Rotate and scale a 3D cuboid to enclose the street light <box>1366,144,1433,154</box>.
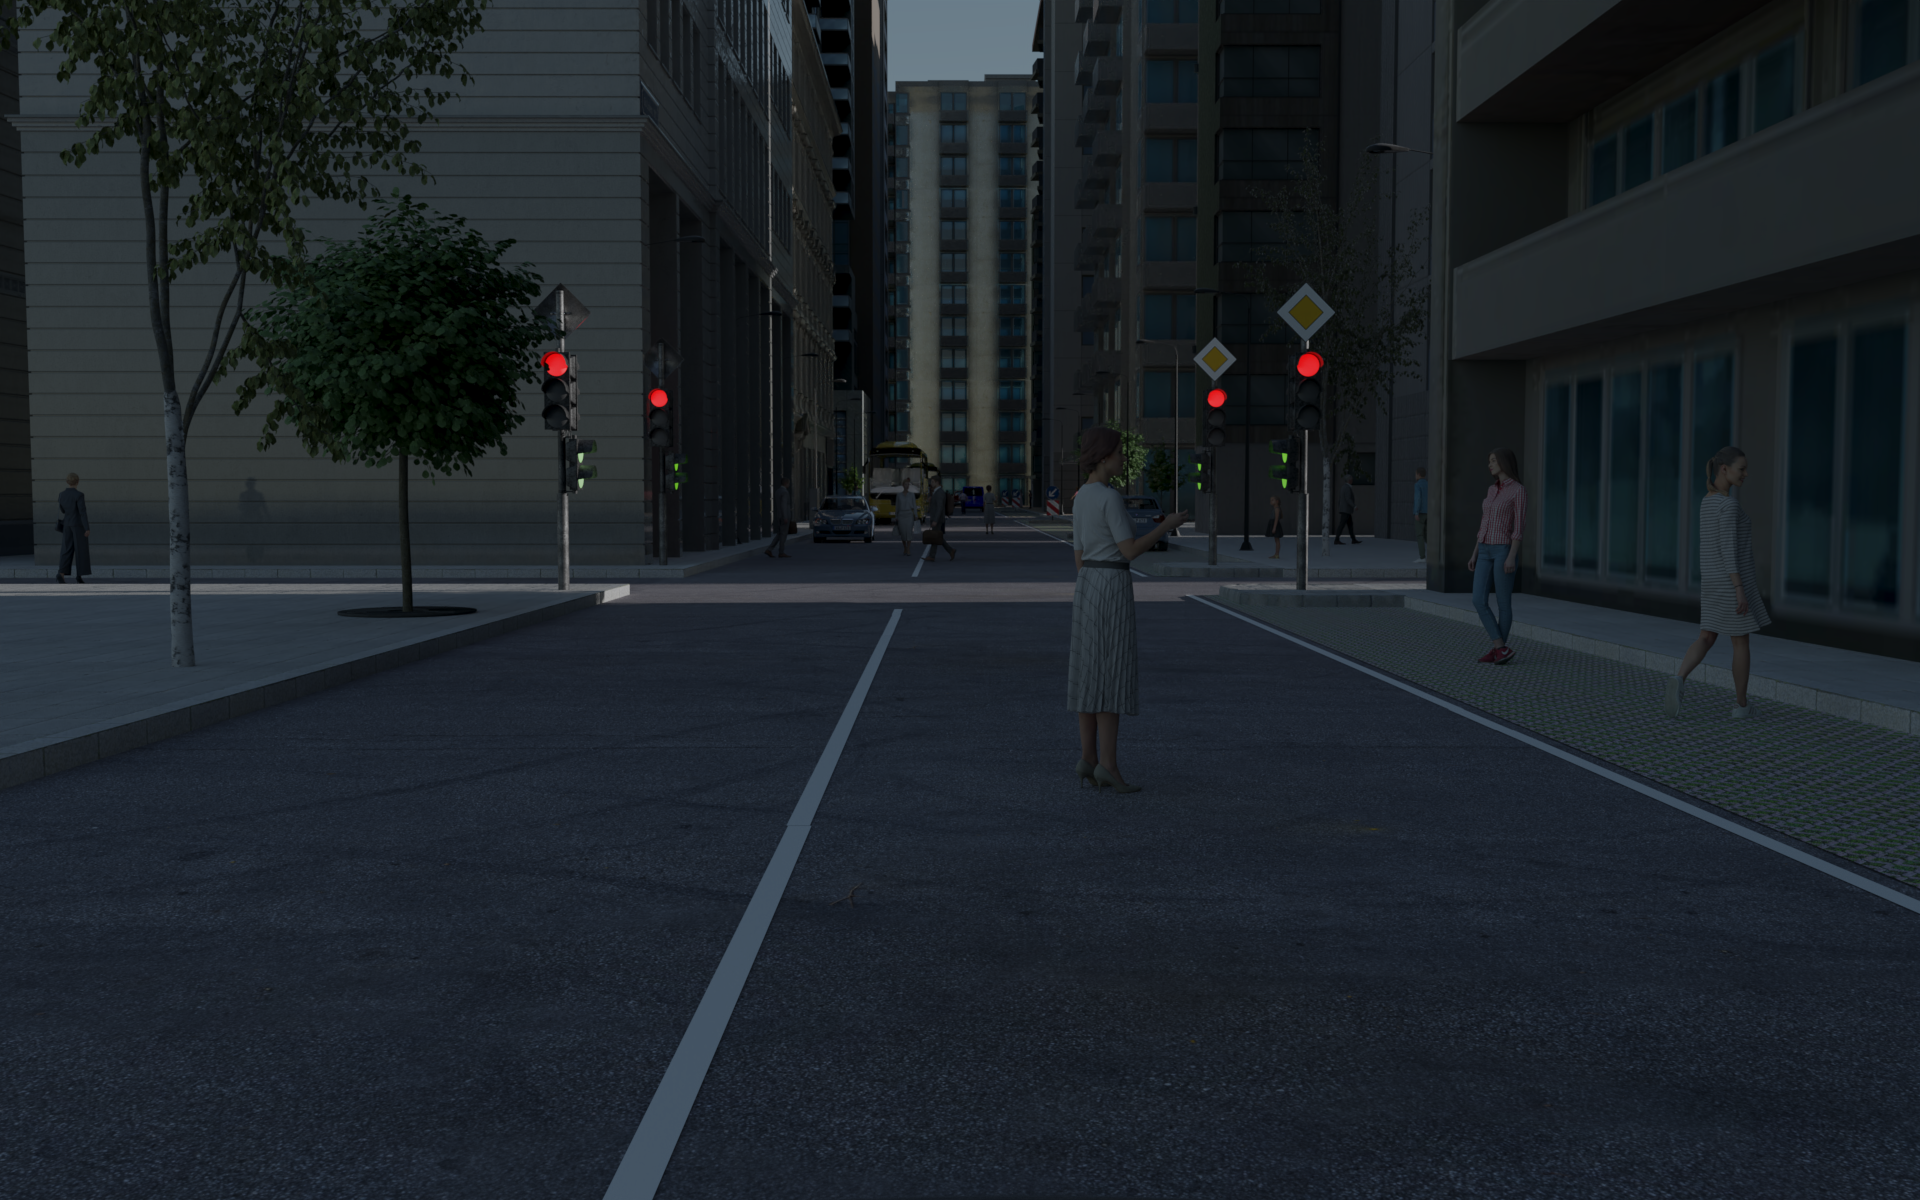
[{"bbox_3d":[6.077,-3.094,23.133,1.470,5.913,1.316,0,4,0],"label":"street light"}]

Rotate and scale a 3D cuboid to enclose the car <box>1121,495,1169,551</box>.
[{"bbox_3d":[4.322,-1.988,44.512,2.014,1.417,4.499,0,4,0],"label":"car"}]

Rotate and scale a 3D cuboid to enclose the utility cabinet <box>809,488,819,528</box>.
[{"bbox_3d":[-5.403,-3.391,64.118,0.318,1.500,1.173,0,4,0],"label":"utility cabinet"}]

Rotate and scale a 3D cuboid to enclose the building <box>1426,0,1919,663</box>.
[{"bbox_3d":[16.954,-23.709,11.342,21.300,48.544,21.600,0,4,0],"label":"building"}]

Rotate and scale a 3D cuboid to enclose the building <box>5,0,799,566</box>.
[{"bbox_3d":[-11.098,-16.351,44.839,11.434,29.767,29.804,0,4,0],"label":"building"}]

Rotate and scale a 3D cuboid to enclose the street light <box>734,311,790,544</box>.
[{"bbox_3d":[-5.208,-4.378,44.113,1.470,5.913,1.316,0,4,0],"label":"street light"}]

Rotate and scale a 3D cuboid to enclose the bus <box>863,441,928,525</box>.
[{"bbox_3d":[-2.930,-5.670,84.246,2.896,3.916,12.252,0,4,0],"label":"bus"}]

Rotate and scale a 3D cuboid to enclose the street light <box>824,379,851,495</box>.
[{"bbox_3d":[-5.318,-5.973,70.204,1.470,5.913,1.316,0,4,0],"label":"street light"}]

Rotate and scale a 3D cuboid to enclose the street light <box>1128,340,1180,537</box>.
[{"bbox_3d":[5.977,-4.877,52.273,1.470,5.913,1.316,0,4,0],"label":"street light"}]

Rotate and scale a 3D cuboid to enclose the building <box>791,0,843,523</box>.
[{"bbox_3d":[-15.268,-18.708,82.291,17.030,29.872,44.131,0,4,0],"label":"building"}]

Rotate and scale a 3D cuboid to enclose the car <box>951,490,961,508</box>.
[{"bbox_3d":[0.167,-10.401,178.736,2.281,1.827,5.304,0,4,-1],"label":"car"}]

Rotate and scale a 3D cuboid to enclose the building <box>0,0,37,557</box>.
[{"bbox_3d":[-29.411,-15.342,36.740,20.117,28.700,13.634,0,4,0],"label":"building"}]

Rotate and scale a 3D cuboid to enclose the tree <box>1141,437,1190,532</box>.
[{"bbox_3d":[6.750,-3.886,58.141,1.663,3.219,1.824,0,3,0],"label":"tree"}]

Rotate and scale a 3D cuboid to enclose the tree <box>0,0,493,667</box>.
[{"bbox_3d":[-5.550,-3.808,12.627,4.737,8.622,4.395,0,3,0],"label":"tree"}]

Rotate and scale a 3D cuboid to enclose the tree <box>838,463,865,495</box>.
[{"bbox_3d":[-6.562,-6.848,106.558,1.663,3.219,1.824,0,3,0],"label":"tree"}]

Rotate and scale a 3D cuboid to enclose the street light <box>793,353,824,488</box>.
[{"bbox_3d":[-5.354,-5.174,57.136,1.470,5.913,1.316,0,4,0],"label":"street light"}]

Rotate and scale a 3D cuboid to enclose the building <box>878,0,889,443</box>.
[{"bbox_3d":[-21.298,-38.493,171.357,28.212,58.520,21.231,0,4,0],"label":"building"}]

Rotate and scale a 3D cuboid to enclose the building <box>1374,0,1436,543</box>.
[{"bbox_3d":[26.318,-30.502,40.715,28.212,58.520,21.231,0,4,0],"label":"building"}]

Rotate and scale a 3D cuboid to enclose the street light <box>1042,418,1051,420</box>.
[{"bbox_3d":[5.685,-8.151,105.807,1.470,5.913,1.316,0,4,0],"label":"street light"}]

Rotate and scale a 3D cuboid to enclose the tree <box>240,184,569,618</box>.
[{"bbox_3d":[-5.880,-2.132,18.564,4.285,4.588,4.351,0,3,0],"label":"tree"}]

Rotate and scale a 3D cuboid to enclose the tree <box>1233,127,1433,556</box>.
[{"bbox_3d":[7.788,-5.206,35.478,4.360,8.622,3.978,0,3,0],"label":"tree"}]

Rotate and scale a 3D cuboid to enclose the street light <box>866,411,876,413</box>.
[{"bbox_3d":[-5.385,-7.633,97.333,1.470,5.913,1.316,0,4,0],"label":"street light"}]

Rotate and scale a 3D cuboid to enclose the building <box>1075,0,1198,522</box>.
[{"bbox_3d":[17.645,-28.796,90.416,23.786,49.044,30.456,0,4,0],"label":"building"}]

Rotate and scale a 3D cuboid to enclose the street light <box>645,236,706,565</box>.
[{"bbox_3d":[-5.271,-3.594,31.300,1.470,5.913,1.316,0,4,0],"label":"street light"}]

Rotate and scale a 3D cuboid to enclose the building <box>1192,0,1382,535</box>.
[{"bbox_3d":[15.011,-17.644,60.179,14.160,30.474,14.107,0,4,0],"label":"building"}]

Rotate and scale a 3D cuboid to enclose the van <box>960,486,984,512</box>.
[{"bbox_3d":[1.057,-8.196,138.394,2.240,2.365,5.245,0,4,1],"label":"van"}]

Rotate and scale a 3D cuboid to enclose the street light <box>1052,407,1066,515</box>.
[{"bbox_3d":[5.831,-7.361,92.890,1.470,5.913,1.316,0,4,0],"label":"street light"}]

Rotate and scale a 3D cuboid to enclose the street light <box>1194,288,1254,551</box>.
[{"bbox_3d":[5.972,-4.078,39.214,1.470,5.913,1.316,0,4,0],"label":"street light"}]

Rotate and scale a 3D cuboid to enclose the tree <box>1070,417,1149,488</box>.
[{"bbox_3d":[6.392,-5.522,73.998,4.285,4.588,4.351,0,3,0],"label":"tree"}]

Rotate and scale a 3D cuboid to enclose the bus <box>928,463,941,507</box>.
[{"bbox_3d":[-2.879,-8.960,138.045,2.896,3.916,12.252,0,4,0],"label":"bus"}]

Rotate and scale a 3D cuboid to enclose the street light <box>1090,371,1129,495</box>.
[{"bbox_3d":[5.778,-5.674,65.317,1.470,5.913,1.316,0,4,0],"label":"street light"}]

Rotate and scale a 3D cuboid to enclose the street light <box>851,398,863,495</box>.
[{"bbox_3d":[-5.422,-6.796,83.649,1.470,5.913,1.316,0,4,0],"label":"street light"}]

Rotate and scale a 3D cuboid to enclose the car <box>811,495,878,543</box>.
[{"bbox_3d":[-3.487,-2.476,52.479,2.014,1.417,4.499,0,4,-1],"label":"car"}]

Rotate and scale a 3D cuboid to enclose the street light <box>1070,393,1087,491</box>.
[{"bbox_3d":[5.845,-6.540,79.463,1.470,5.913,1.316,0,4,0],"label":"street light"}]
